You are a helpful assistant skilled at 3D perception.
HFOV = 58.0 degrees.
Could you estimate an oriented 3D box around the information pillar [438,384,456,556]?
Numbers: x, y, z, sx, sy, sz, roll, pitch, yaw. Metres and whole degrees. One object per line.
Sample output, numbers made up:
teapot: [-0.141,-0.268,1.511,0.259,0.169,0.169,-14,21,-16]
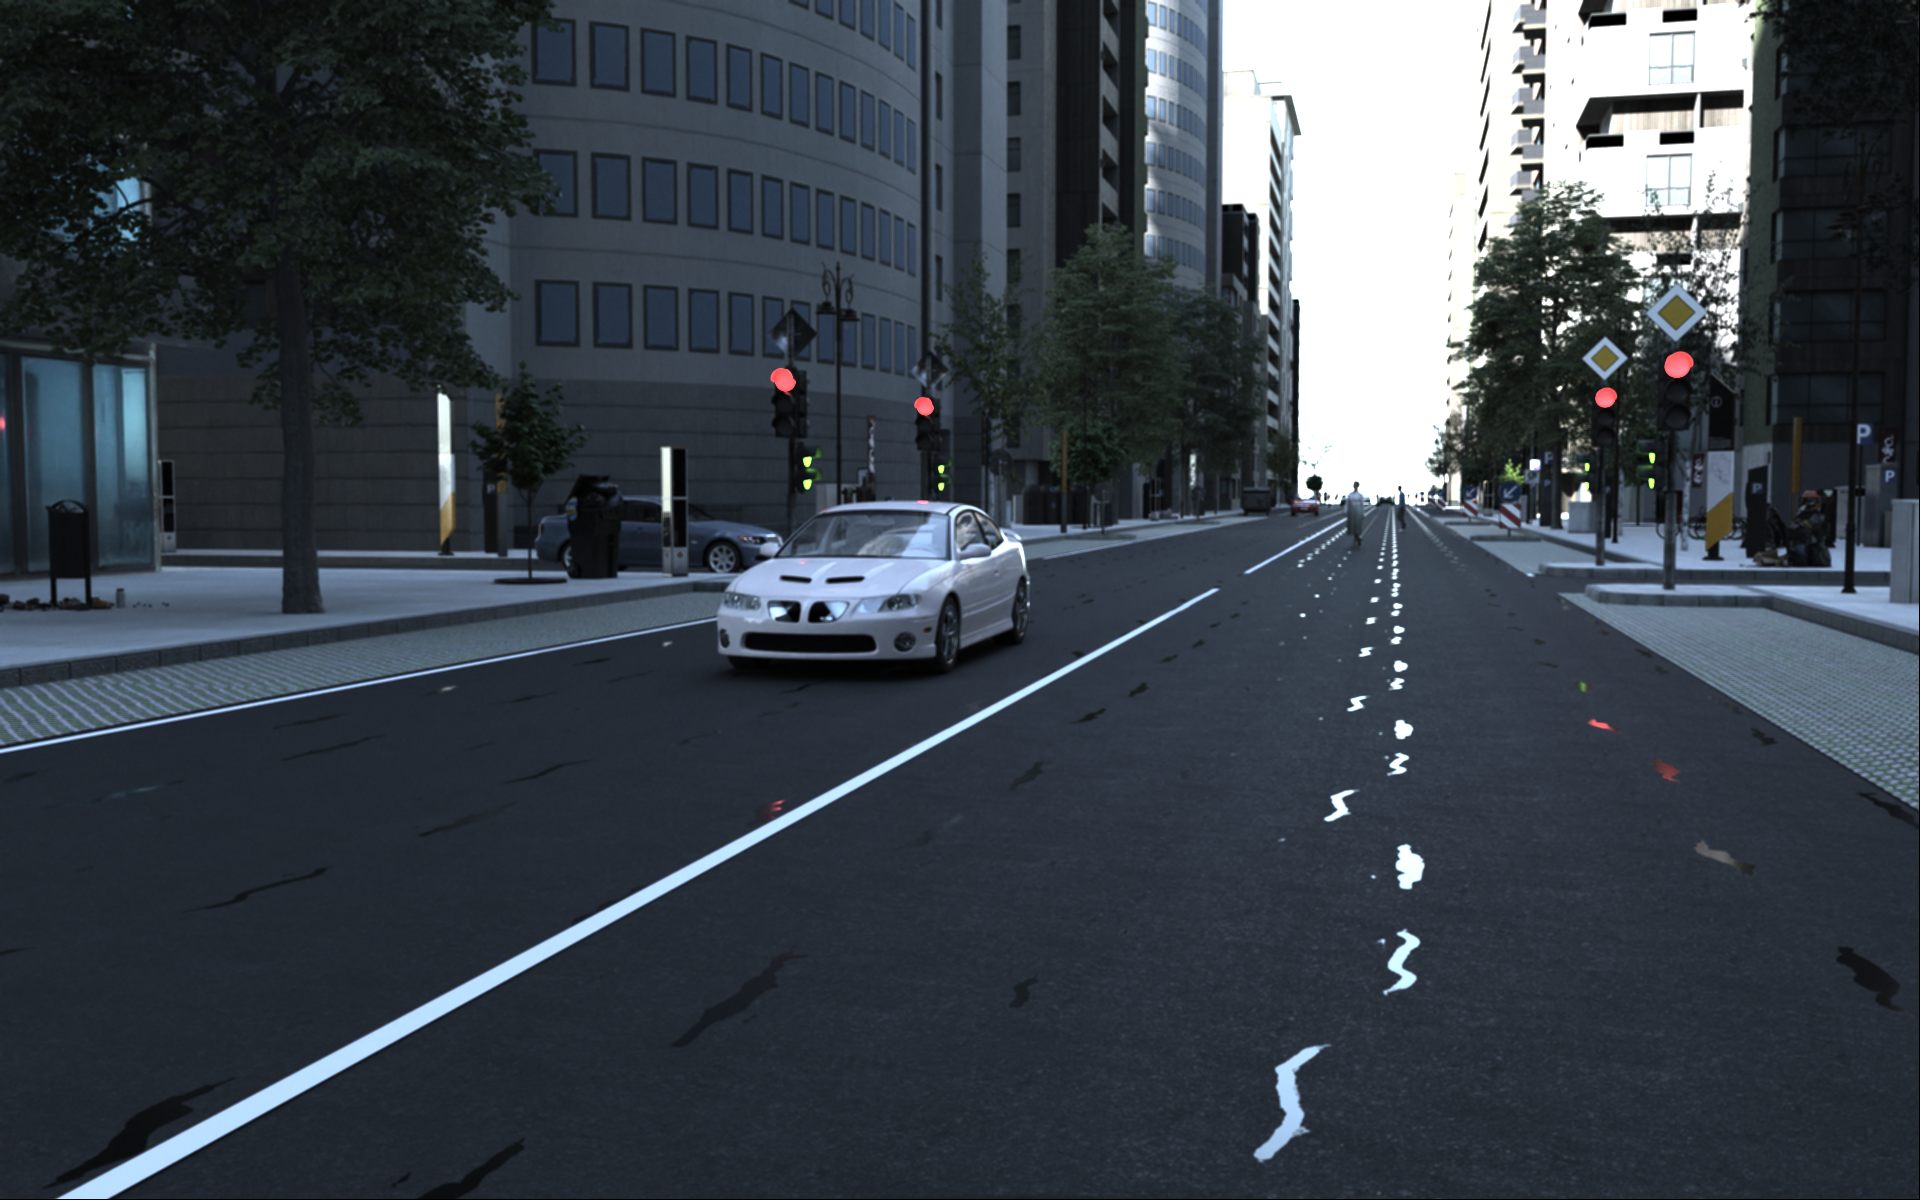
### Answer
information pillar: [-10.675,-2.731,36.002,0.504,3.616,0.183,3,5,43]

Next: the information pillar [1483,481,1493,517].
information pillar: [30.458,-5.849,100.130,0.304,2.012,0.304,2,4,29]

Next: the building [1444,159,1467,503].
building: [79.915,-37.950,244.186,21.300,48.544,21.600,1,4,14]

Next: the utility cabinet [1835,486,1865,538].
utility cabinet: [25.249,-2.478,49.198,0.318,1.500,1.173,0,4,0]

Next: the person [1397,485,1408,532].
person: [16.865,-3.497,66.018,0.444,1.785,0.601,1,4,15]

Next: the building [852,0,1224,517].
building: [6.858,-35.568,123.533,21.231,58.520,28.212,1,4,14]

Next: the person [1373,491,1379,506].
person: [48.726,-11.863,202.451,0.705,1.826,1.348,3,5,40]

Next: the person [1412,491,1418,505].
person: [55.061,-12.278,209.205,0.705,1.831,1.348,3,5,42]

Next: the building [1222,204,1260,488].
building: [22.149,-24.515,172.528,14.160,30.474,14.107,1,4,14]

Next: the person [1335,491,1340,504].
person: [56.981,-15.474,261.371,0.709,1.838,0.599,2,4,34]

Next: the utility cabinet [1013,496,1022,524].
utility cabinet: [2.837,-3.928,75.383,1.020,1.237,0.306,-1,4,-20]

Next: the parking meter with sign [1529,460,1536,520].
parking meter with sign: [28.904,-5.575,87.412,0.543,3.016,1.738,2,4,23]

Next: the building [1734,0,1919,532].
building: [33.657,-17.504,57.886,14.160,30.474,14.107,1,4,14]

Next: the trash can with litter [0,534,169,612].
trash can with litter: [-10.286,-0.522,19.591,2.233,1.210,1.678,1,4,19]

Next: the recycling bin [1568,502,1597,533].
recycling bin: [20.478,-2.716,56.962,0.722,1.027,0.722,3,5,42]

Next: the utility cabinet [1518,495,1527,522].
utility cabinet: [25.548,-4.126,78.623,0.306,1.237,1.020,1,4,10]

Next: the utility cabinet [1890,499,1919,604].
utility cabinet: [11.505,-0.575,20.560,1.020,1.237,0.306,-2,4,-27]

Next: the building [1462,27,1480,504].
building: [74.660,-41.382,218.586,21.231,58.520,28.212,1,4,14]

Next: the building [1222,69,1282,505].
building: [26.199,-35.473,203.687,21.300,48.544,21.600,1,4,14]

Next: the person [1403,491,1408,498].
person: [60.296,-13.879,235.437,1.348,1.822,0.705,3,5,43]

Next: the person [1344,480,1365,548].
person: [10.574,-2.295,46.250,0.641,1.798,0.478,-3,5,-42]

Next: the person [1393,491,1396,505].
person: [59.274,-13.946,236.484,0.705,1.831,1.348,0,4,6]

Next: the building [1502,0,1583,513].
building: [50.623,-28.603,122.276,22.147,44.769,28.867,1,4,14]

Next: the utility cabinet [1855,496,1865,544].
utility cabinet: [23.553,-2.061,44.860,1.020,1.237,0.306,-2,4,-28]

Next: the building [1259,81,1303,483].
building: [29.683,-39.087,228.313,28.713,52.752,27.495,1,4,14]

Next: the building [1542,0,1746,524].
building: [44.157,-30.342,85.334,28.713,52.752,27.495,1,4,14]

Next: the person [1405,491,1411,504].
person: [64.564,-14.728,249.400,0.705,1.812,1.348,-2,4,-29]

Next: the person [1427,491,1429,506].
person: [54.994,-11.921,203.413,0.705,1.824,1.348,0,4,5]

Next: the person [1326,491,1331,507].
person: [40.920,-11.187,192.226,0.721,1.723,1.217,2,4,29]

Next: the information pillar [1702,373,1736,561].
information pillar: [14.661,-2.572,33.413,0.183,3.616,0.504,-3,5,-41]

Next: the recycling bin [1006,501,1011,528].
recycling bin: [1.447,-3.214,65.099,0.722,1.027,0.722,-2,4,-32]

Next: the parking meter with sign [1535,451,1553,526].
parking meter with sign: [23.606,-4.486,69.612,0.543,3.016,1.738,2,4,23]

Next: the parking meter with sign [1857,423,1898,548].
parking meter with sign: [22.143,-2.777,41.665,0.543,3.016,1.738,0,4,-4]

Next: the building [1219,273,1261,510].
building: [11.411,-18.830,152.904,27.650,21.520,28.899,1,4,14]

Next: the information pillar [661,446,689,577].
information pillar: [-4.434,-1.373,26.935,0.304,2.012,0.304,-3,5,-40]

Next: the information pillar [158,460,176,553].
information pillar: [-17.215,-2.020,37.524,0.304,2.012,0.304,3,5,43]

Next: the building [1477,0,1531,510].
building: [55.441,-32.015,147.152,21.300,48.544,21.600,1,4,14]

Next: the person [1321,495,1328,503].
person: [50.608,-14.150,239.942,1.348,1.812,0.705,3,5,41]

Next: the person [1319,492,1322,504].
person: [48.453,-13.670,232.669,0.621,1.740,0.551,-1,4,-17]

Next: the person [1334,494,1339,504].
person: [52.417,-14.037,241.239,0.697,1.427,0.421,1,4,22]

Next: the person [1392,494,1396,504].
person: [64.765,-15.218,258.003,1.217,1.739,0.721,2,4,26]

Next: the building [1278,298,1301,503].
building: [41.102,-29.104,247.549,14.160,30.474,14.107,1,4,14]

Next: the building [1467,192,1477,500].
building: [56.143,-24.110,165.895,14.160,30.474,14.107,1,4,14]

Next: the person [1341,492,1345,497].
person: [55.101,-14.619,248.309,1.217,1.735,0.721,-1,4,-12]

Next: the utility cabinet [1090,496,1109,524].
utility cabinet: [6.008,-3.935,75.500,1.020,1.237,0.306,-2,4,-32]

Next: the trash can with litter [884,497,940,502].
trash can with litter: [-0.941,-2.208,47.160,1.678,1.210,2.233,2,4,24]

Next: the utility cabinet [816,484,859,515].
utility cabinet: [-2.707,-1.811,38.287,0.318,1.500,1.173,2,4,35]
